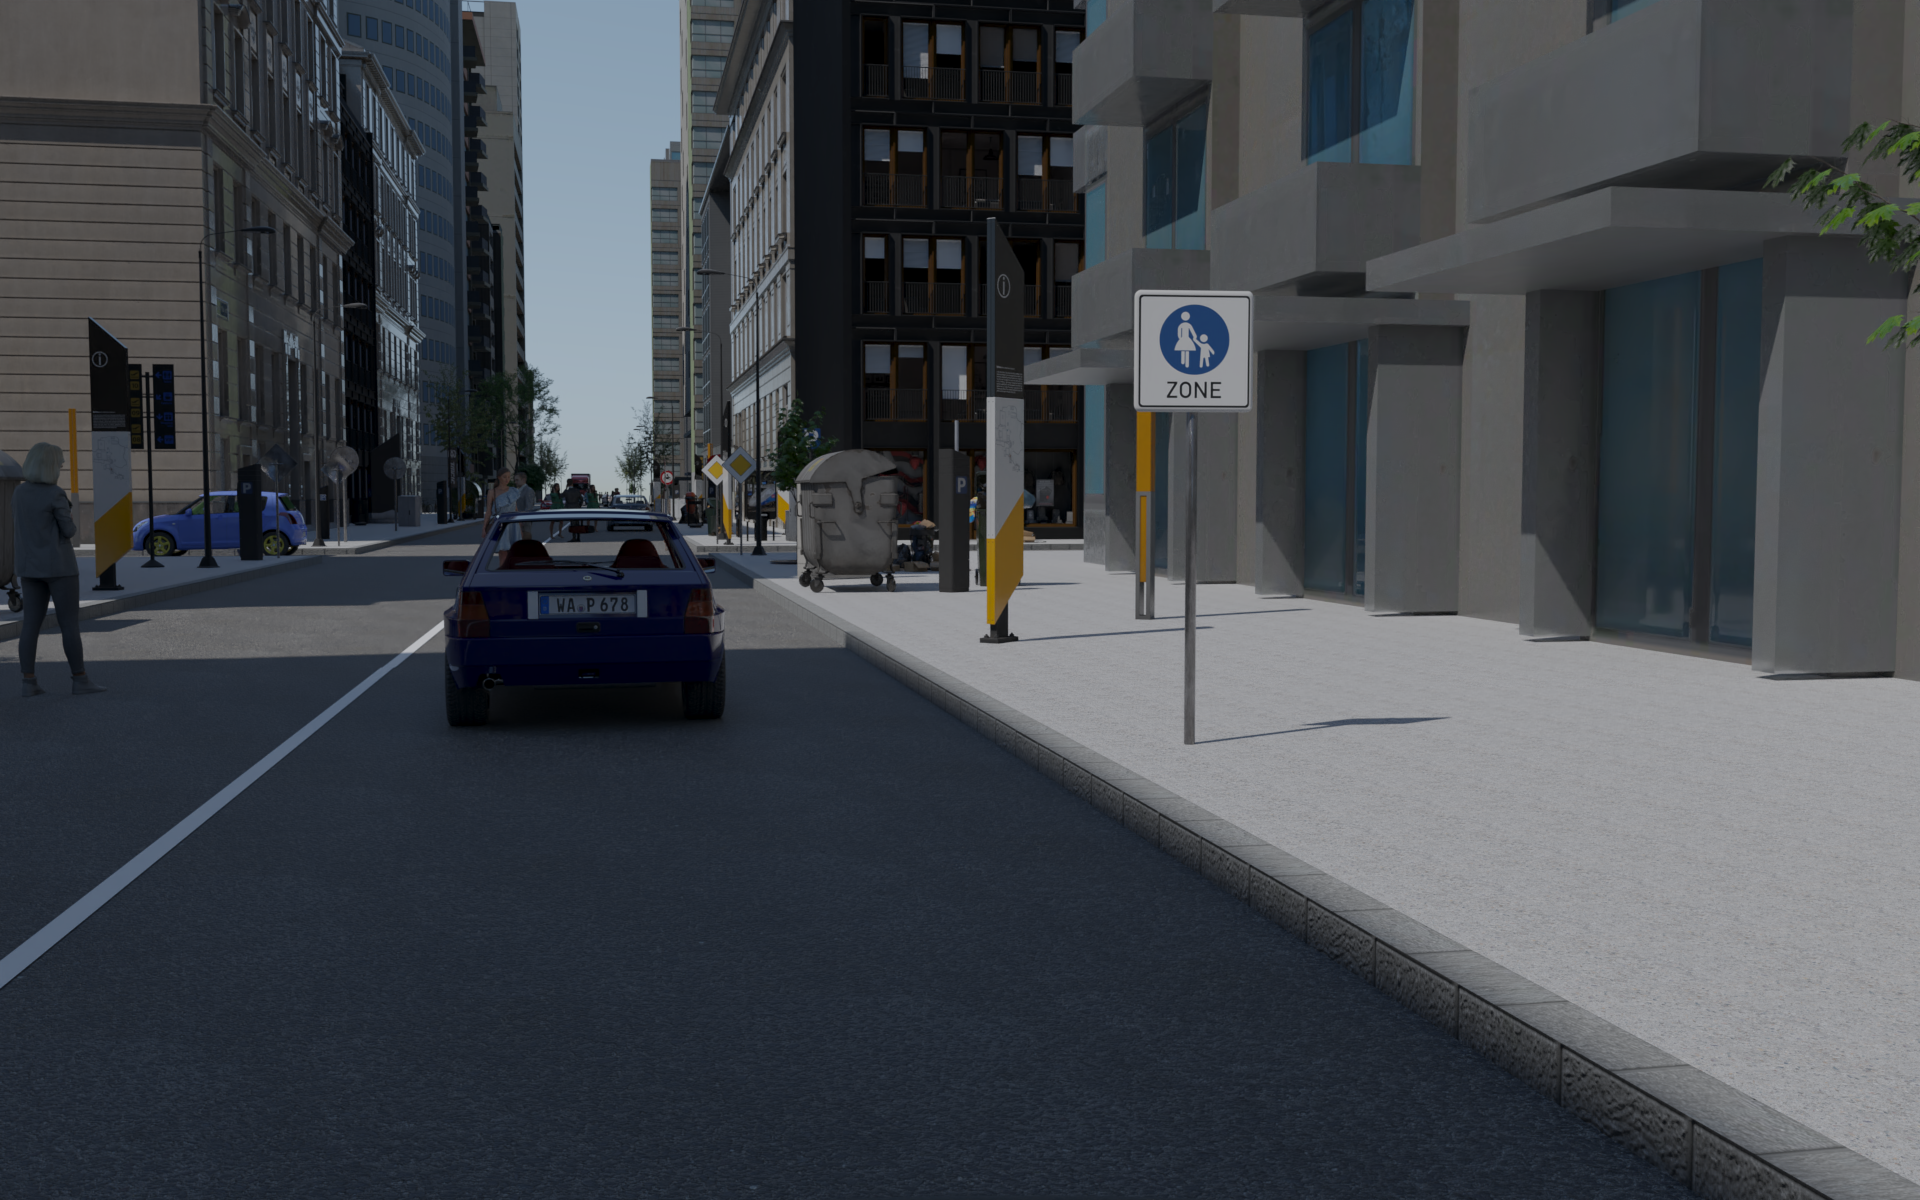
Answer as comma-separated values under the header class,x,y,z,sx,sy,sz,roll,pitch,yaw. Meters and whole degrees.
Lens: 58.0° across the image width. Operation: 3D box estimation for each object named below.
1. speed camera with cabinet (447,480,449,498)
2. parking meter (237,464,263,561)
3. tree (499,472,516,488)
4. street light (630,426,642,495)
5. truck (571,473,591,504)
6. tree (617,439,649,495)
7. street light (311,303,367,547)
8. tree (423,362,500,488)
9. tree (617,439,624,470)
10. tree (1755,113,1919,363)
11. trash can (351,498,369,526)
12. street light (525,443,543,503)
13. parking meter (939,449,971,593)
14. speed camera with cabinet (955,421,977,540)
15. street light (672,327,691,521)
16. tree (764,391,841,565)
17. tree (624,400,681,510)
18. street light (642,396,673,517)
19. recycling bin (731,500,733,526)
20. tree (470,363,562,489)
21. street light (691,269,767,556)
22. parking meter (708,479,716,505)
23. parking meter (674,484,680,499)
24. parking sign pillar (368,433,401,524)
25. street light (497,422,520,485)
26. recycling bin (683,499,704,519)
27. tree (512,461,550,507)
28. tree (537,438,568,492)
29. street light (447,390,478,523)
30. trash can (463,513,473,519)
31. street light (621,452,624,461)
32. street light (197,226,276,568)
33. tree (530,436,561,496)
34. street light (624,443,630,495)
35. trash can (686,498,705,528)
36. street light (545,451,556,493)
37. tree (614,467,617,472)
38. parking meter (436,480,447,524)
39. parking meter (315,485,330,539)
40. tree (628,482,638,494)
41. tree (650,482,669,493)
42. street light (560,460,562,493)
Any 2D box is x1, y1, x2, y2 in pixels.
class,x,y,z,sx,sy,sz,roll,pitch,yaw
speed camera with cabinet,-31.846,-7.096,110.352,2.038,3.252,0.660,-3,5,-44
parking meter,-13.737,-1.700,33.504,0.399,1.863,0.255,0,4,5
tree,-34.513,-8.367,131.409,1.663,3.219,1.824,0,3,0
street light,-22.473,-9.206,123.054,1.470,5.913,1.316,-1,4,-12
truck,-51.867,-15.171,236.963,2.839,4.237,11.283,-1,4,-11
tree,-43.516,-17.334,233.778,4.737,8.622,4.395,0,3,0
street light,-15.118,-4.261,42.203,1.470,5.913,1.316,-1,4,-12
tree,-27.709,-8.877,95.507,4.737,8.622,4.395,0,3,0
tree,-40.540,-16.182,214.940,4.360,8.622,3.978,0,3,0
tree,3.136,-0.585,4.166,1.663,3.219,1.824,0,3,0
trash can,-24.382,-3.594,70.419,0.748,1.137,0.748,0,3,0
street light,-37.442,-10.955,151.656,1.470,5.913,1.316,-1,4,-12
parking meter,-0.069,-1.036,22.645,0.255,1.863,0.399,3,5,40
speed camera with cabinet,0.495,-3.226,47.087,2.038,3.252,0.660,-1,4,-20
street light,-7.199,-4.638,48.368,1.470,5.913,1.316,-1,4,-12
tree,-3.061,-2.275,31.795,1.663,3.219,1.824,0,3,0
tree,-23.776,-11.268,134.600,4.360,8.622,3.978,0,3,0
street light,-14.232,-6.731,82.590,1.470,5.913,1.316,-1,4,-12
recycling bin,-9.483,-3.428,68.605,0.722,1.027,0.722,3,5,43
tree,-35.104,-12.916,136.935,9.928,11.665,9.643,0,3,0
street light,-4.746,-3.883,36.021,1.470,5.913,1.316,-1,4,-12
parking meter,-8.268,-3.213,58.248,0.399,1.863,0.255,3,5,41
parking meter,-17.010,-6.006,103.912,0.399,1.863,0.255,-1,4,-13
parking sign pillar,-25.151,-5.331,75.633,1.447,3.967,1.447,-3,4,-38
street light,-30.443,-8.853,117.294,1.470,5.913,1.316,-1,4,-12
recycling bin,-13.814,-4.752,90.244,0.722,1.027,0.722,1,4,14
tree,-43.694,-11.865,177.712,4.285,4.588,4.351,0,3,0
tree,-53.399,-16.904,226.749,4.737,8.622,4.395,0,3,0
street light,-22.121,-6.387,76.976,1.470,5.913,1.316,-1,4,-12
trash can,-25.266,-4.718,88.785,0.748,1.137,0.748,0,3,0
street light,-39.213,-14.238,205.325,1.470,5.913,1.316,-1,4,-12
street light,-12.567,-3.521,30.109,1.470,5.913,1.316,-1,4,-12
tree,-51.960,-16.312,217.067,4.360,8.622,3.978,0,3,0
street light,-29.550,-11.302,157.330,1.470,5.913,1.316,-1,4,-12
trash can,-10.063,-3.318,65.905,0.748,1.137,0.748,0,3,0
street light,-47.346,-13.928,200.266,1.470,5.913,1.316,-1,4,-12
tree,-48.697,-18.647,255.232,4.737,8.622,4.395,0,3,0
parking meter,-22.118,-4.172,73.922,0.399,1.863,0.255,1,4,19
parking meter,-18.126,-2.497,49.232,0.372,1.533,0.369,0,3,0
tree,-47.097,-15.530,248.523,1.663,3.219,1.824,0,3,0
tree,-24.589,-8.944,140.833,1.663,3.219,1.824,0,3,0
street light,-54.449,-16.040,234.790,1.470,5.913,1.316,-1,4,-12
